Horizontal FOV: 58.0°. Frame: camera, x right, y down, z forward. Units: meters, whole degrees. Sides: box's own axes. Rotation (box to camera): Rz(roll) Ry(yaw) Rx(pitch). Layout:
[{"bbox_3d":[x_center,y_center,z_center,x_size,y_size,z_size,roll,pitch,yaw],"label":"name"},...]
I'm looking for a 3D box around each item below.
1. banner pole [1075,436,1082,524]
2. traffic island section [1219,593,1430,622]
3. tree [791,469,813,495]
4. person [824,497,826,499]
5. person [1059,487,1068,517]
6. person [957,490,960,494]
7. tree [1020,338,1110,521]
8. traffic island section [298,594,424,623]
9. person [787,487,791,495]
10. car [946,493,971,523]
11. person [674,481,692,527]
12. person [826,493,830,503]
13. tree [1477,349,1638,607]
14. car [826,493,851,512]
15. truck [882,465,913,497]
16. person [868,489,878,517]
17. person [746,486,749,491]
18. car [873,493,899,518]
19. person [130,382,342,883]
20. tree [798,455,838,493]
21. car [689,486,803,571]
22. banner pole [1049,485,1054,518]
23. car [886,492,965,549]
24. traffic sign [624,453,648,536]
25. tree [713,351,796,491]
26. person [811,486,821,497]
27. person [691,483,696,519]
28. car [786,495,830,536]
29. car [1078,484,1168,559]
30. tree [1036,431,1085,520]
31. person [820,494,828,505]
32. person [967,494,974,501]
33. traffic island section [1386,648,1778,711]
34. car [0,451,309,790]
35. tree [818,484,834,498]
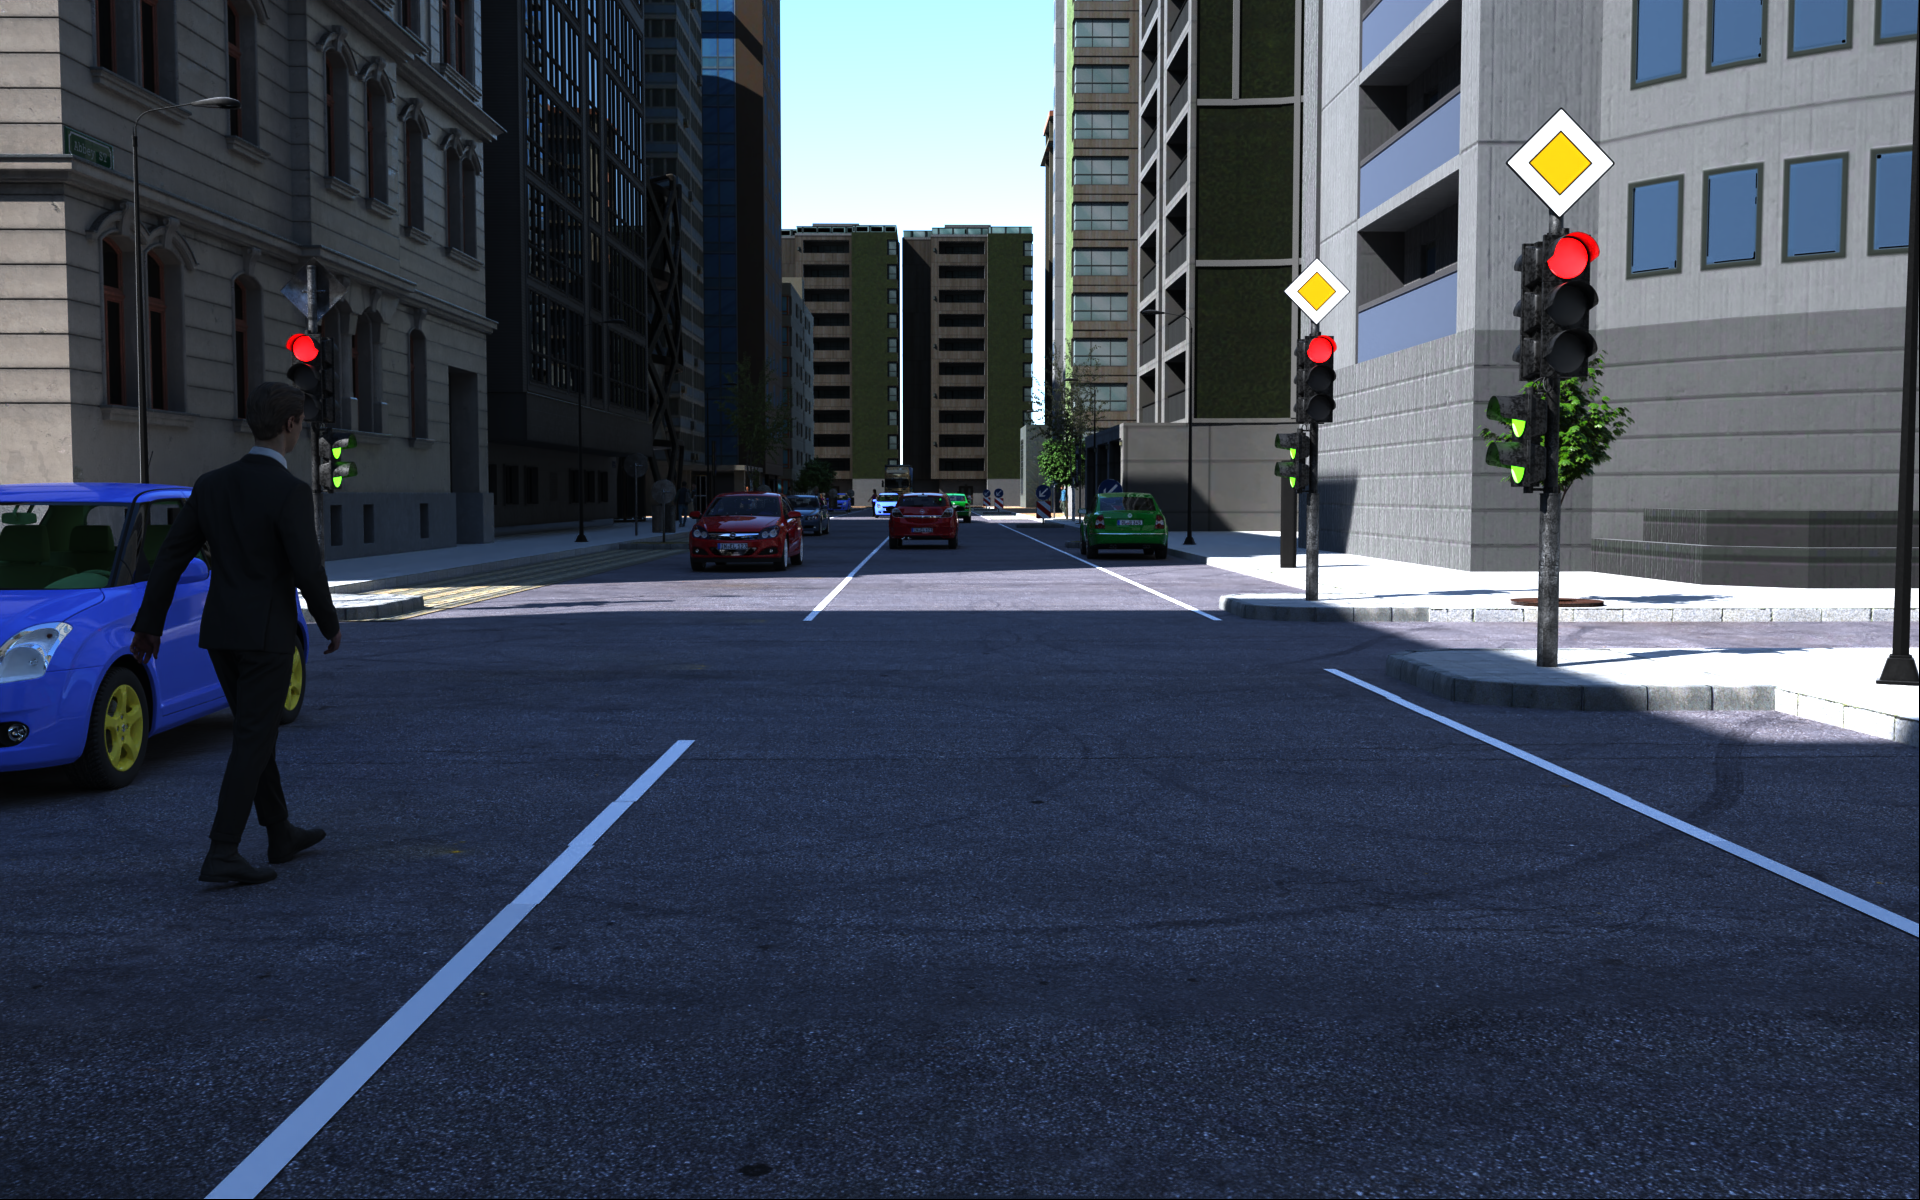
[{"bbox_3d":[5.110,-5.185,74.789,0.401,3.779,0.863,-1,4,-16],"label":"banner pole"},{"bbox_3d":[4.264,0.086,20.882,2.009,0.180,2.903,0,4,-1],"label":"traffic island section"},{"bbox_3d":[-12.200,-8.521,133.917,1.663,3.219,1.824,0,3,0],"label":"tree"},{"bbox_3d":[-12.232,-9.336,161.940,1.065,1.426,0.557,0,4,6],"label":"person"},{"bbox_3d":[5.742,-5.449,95.478,0.444,1.785,0.601,-1,4,-16],"label":"person"},{"bbox_3d":[-0.182,-9.902,170.482,1.350,1.814,0.705,-1,4,-12],"label":"person"},{"bbox_3d":[5.182,-7.994,81.066,4.360,8.622,3.978,0,3,0],"label":"tree"},{"bbox_3d":[-7.676,0.097,20.694,2.009,0.180,2.903,0,4,-1],"label":"traffic island section"},{"bbox_3d":[-12.471,-7.398,127.009,0.705,1.823,1.348,-1,4,-23],"label":"person"},{"bbox_3d":[-0.396,-4.826,87.702,1.959,1.807,4.718,0,4,-2],"label":"car"},{"bbox_3d":[-10.813,-3.751,67.718,0.623,1.781,0.721,-2,4,-32],"label":"person"},{"bbox_3d":[-11.664,-9.131,155.859,0.750,1.759,0.617,-1,4,-11],"label":"person"},{"bbox_3d":[6.801,-1.557,20.059,1.663,3.219,1.824,0,3,0],"label":"tree"},{"bbox_3d":[-9.468,-7.693,135.366,1.945,1.707,3.694,0,4,1],"label":"car"},{"bbox_3d":[-5.934,-10.927,167.564,2.839,4.237,11.283,0,3,0],"label":"truck"},{"bbox_3d":[-5.461,-6.109,109.069,0.721,1.739,1.217,-2,4,-32],"label":"person"},{"bbox_3d":[-12.073,-5.600,98.383,1.217,1.735,0.721,0,4,4],"label":"person"},{"bbox_3d":[-4.319,-5.846,105.166,1.945,1.707,3.694,0,4,-3],"label":"car"},{"bbox_3d":[-2.616,0.106,6.537,0.659,1.850,0.755,1,4,23],"label":"person"},{"bbox_3d":[-11.887,-9.822,144.309,4.285,4.588,4.351,0,3,0],"label":"tree"},{"bbox_3d":[-4.107,-1.506,33.670,2.155,1.783,4.494,0,4,1],"label":"car"},{"bbox_3d":[4.943,-6.357,93.950,0.401,3.779,0.863,-1,4,-11],"label":"banner pole"},{"bbox_3d":[-0.953,-2.302,46.676,2.155,1.783,4.494,0,4,1],"label":"car"},{"bbox_3d":[-9.992,-3.259,53.399,0.768,2.556,0.104,0,4,3],"label":"traffic sign"},{"bbox_3d":[-10.679,-8.565,90.406,4.737,8.622,4.395,0,3,0],"label":"tree"},{"bbox_3d":[-6.616,-4.377,80.254,0.709,1.800,0.728,-2,4,-30],"label":"person"},{"bbox_3d":[-13.525,-5.070,88.749,0.655,1.846,0.447,2,4,34],"label":"person"},{"bbox_3d":[-5.589,-2.984,60.793,2.014,1.417,4.499,0,4,1],"label":"car"},{"bbox_3d":[3.711,-1.888,39.672,1.959,1.807,4.718,0,4,1],"label":"car"},{"bbox_3d":[5.410,-6.327,87.161,4.285,4.588,4.351,0,3,0],"label":"tree"},{"bbox_3d":[-8.538,-5.765,105.973,0.991,1.433,0.599,-2,4,-30],"label":"person"},{"bbox_3d":[0.901,-9.654,169.539,0.799,1.438,0.628,-3,5,-42],"label":"person"},{"bbox_3d":[4.394,0.574,12.898,2.009,0.180,2.903,0,4,-1],"label":"traffic island section"},{"bbox_3d":[-4.942,0.007,9.477,1.945,1.707,3.694,0,4,-3],"label":"car"},{"bbox_3d":[-12.043,-9.566,150.999,1.663,3.219,1.824,0,3,0],"label":"tree"}]
